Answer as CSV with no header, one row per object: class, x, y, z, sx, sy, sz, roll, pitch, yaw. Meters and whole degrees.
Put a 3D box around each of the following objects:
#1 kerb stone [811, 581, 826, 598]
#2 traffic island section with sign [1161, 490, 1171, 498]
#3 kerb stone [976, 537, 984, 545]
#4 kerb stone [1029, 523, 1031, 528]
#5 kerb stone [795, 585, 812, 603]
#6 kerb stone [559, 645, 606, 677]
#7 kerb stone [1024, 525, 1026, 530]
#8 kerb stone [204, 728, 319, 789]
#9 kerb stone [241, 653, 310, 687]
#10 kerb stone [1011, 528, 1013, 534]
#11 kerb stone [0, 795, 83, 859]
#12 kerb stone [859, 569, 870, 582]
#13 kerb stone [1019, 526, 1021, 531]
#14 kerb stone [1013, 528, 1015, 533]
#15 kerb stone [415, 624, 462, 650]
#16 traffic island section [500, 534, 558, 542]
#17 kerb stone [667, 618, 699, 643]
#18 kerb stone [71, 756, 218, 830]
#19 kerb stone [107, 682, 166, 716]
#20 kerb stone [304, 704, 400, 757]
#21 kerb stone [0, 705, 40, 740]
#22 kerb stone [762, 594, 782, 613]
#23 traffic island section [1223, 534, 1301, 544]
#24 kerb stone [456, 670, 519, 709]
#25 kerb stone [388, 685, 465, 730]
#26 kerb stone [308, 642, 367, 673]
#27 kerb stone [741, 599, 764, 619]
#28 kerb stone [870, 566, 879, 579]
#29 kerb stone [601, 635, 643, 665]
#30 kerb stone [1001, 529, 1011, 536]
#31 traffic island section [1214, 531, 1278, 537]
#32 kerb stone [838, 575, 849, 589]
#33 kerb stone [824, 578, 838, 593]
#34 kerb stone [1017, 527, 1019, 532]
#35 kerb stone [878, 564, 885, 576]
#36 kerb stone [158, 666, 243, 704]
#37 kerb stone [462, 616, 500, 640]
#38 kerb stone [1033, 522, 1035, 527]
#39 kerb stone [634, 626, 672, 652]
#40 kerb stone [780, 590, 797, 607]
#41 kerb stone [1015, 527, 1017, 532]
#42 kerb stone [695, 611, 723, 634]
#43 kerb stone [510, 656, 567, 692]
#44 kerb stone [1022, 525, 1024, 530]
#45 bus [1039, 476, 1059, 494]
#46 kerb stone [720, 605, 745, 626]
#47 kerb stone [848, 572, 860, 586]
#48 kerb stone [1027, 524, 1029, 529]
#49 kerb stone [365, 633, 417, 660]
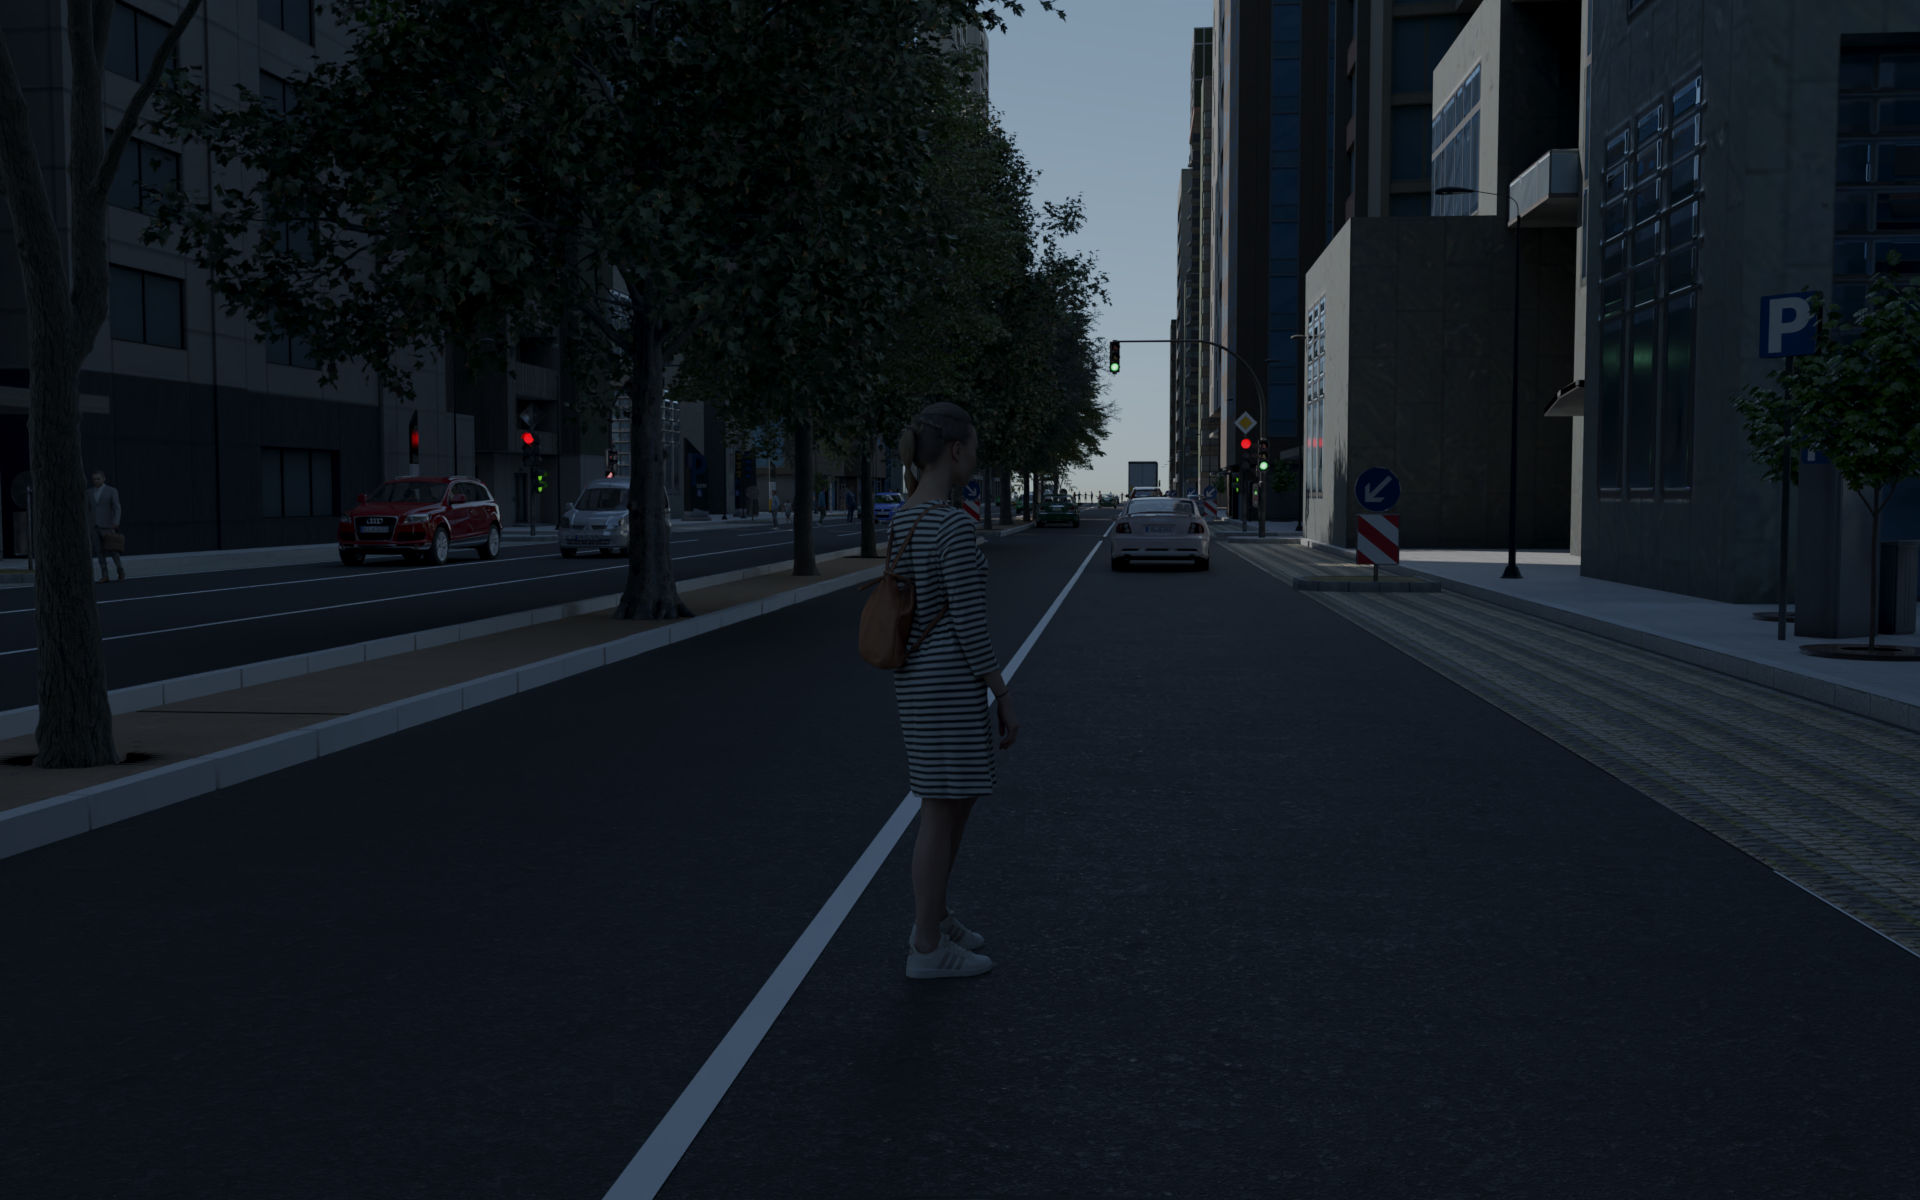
kerb stone,-2.065,-0.125,24.238,0.120,0.150,1.000,0,4,6
traffic island section with sign,22.137,-10.807,185.325,1.989,1.847,2.006,0,4,6
kerb stone,0.608,-1.747,50.765,0.120,0.150,1.000,0,4,6
kerb stone,2.733,-3.027,71.689,0.120,0.150,1.000,0,4,6
kerb stone,-2.165,-0.063,23.217,0.120,0.150,1.000,0,4,6
kerb stone,-3.096,0.500,14.020,0.120,0.150,1.000,0,4,6
kerb stone,2.415,-2.838,68.619,0.120,0.150,1.000,0,4,6
kerb stone,-3.607,0.813,8.922,0.120,0.150,1.000,0,4,6
kerb stone,-5.283,0.548,13.235,0.120,0.150,1.000,0,4,6
kerb stone,1.701,-2.403,61.479,0.120,0.150,1.000,0,4,6
kerb stone,-3.817,0.937,6.878,0.120,0.150,1.000,0,4,6
kerb stone,-1.651,-0.375,28.319,0.120,0.150,1.000,0,4,6
kerb stone,2.110,-2.652,65.556,0.120,0.150,1.000,0,4,6
kerb stone,1.801,-2.465,62.502,0.120,0.150,1.000,0,4,6
kerb stone,-4.967,0.361,16.299,0.120,0.150,1.000,0,4,6
traffic island section,-13.132,-1.891,53.197,2.009,0.180,2.903,0,4,6
kerb stone,-2.782,0.312,17.094,0.120,0.150,1.000,0,4,6
kerb stone,-3.715,0.875,7.895,0.120,0.150,1.000,0,4,6
kerb stone,-5.492,0.673,11.201,0.120,0.150,1.000,0,4,6
kerb stone,-3.503,0.749,9.948,0.120,0.150,1.000,0,4,6
kerb stone,-5.589,0.735,10.174,0.120,0.150,1.000,0,4,6
kerb stone,-2.365,0.068,21.182,0.120,0.150,1.000,0,4,6
traffic island section,8.897,-1.755,50.976,2.009,0.180,2.903,0,4,6
kerb stone,-3.302,0.625,11.983,0.120,0.150,1.000,0,4,6
kerb stone,-3.405,0.687,10.966,0.120,0.150,1.000,0,4,6
kerb stone,-5.184,0.489,14.259,0.120,0.150,1.000,0,4,6
kerb stone,-2.478,0.125,20.160,0.120,0.150,1.000,0,4,6
kerb stone,-1.546,-0.433,29.336,0.120,0.150,1.000,0,4,6
kerb stone,-2.981,0.439,15.046,0.120,0.150,1.000,0,4,6
kerb stone,1.592,-2.334,60.462,0.120,0.150,1.000,0,4,6
traffic island section,9.699,-2.241,58.921,2.009,0.180,2.903,0,4,6
kerb stone,-1.861,-0.244,26.284,0.120,0.150,1.000,0,4,6
kerb stone,-1.960,-0.187,25.255,0.120,0.150,1.000,0,4,6
kerb stone,2.001,-2.587,64.536,0.120,0.150,1.000,0,4,6
kerb stone,-1.442,-0.499,30.355,0.120,0.150,1.000,0,4,6
kerb stone,-5.390,0.610,12.218,0.120,0.150,1.000,0,4,6
kerb stone,-4.869,0.300,17.323,0.120,0.150,1.000,0,4,6
kerb stone,3.033,-3.209,74.771,0.120,0.150,1.000,0,4,6
kerb stone,-2.891,0.375,16.065,0.120,0.150,1.000,0,4,6
kerb stone,-2.280,0.000,22.200,0.120,0.150,1.000,0,4,6
kerb stone,1.899,-2.527,63.519,0.120,0.150,1.000,0,4,6
kerb stone,-2.681,0.249,18.122,0.120,0.150,1.000,0,4,6
kerb stone,-3.194,0.562,13.002,0.120,0.150,1.000,0,4,6
kerb stone,2.312,-2.773,67.603,0.120,0.150,1.000,0,4,6
bus,12.034,-15.021,237.143,2.896,3.916,12.252,0,4,6
kerb stone,-2.578,0.187,19.139,0.120,0.150,1.000,0,4,6
kerb stone,-1.754,-0.312,27.301,0.120,0.150,1.000,0,4,6
kerb stone,2.621,-2.965,70.673,0.120,0.150,1.000,0,4,6
kerb stone,-5.077,0.423,15.278,0.120,0.150,1.000,0,4,6
